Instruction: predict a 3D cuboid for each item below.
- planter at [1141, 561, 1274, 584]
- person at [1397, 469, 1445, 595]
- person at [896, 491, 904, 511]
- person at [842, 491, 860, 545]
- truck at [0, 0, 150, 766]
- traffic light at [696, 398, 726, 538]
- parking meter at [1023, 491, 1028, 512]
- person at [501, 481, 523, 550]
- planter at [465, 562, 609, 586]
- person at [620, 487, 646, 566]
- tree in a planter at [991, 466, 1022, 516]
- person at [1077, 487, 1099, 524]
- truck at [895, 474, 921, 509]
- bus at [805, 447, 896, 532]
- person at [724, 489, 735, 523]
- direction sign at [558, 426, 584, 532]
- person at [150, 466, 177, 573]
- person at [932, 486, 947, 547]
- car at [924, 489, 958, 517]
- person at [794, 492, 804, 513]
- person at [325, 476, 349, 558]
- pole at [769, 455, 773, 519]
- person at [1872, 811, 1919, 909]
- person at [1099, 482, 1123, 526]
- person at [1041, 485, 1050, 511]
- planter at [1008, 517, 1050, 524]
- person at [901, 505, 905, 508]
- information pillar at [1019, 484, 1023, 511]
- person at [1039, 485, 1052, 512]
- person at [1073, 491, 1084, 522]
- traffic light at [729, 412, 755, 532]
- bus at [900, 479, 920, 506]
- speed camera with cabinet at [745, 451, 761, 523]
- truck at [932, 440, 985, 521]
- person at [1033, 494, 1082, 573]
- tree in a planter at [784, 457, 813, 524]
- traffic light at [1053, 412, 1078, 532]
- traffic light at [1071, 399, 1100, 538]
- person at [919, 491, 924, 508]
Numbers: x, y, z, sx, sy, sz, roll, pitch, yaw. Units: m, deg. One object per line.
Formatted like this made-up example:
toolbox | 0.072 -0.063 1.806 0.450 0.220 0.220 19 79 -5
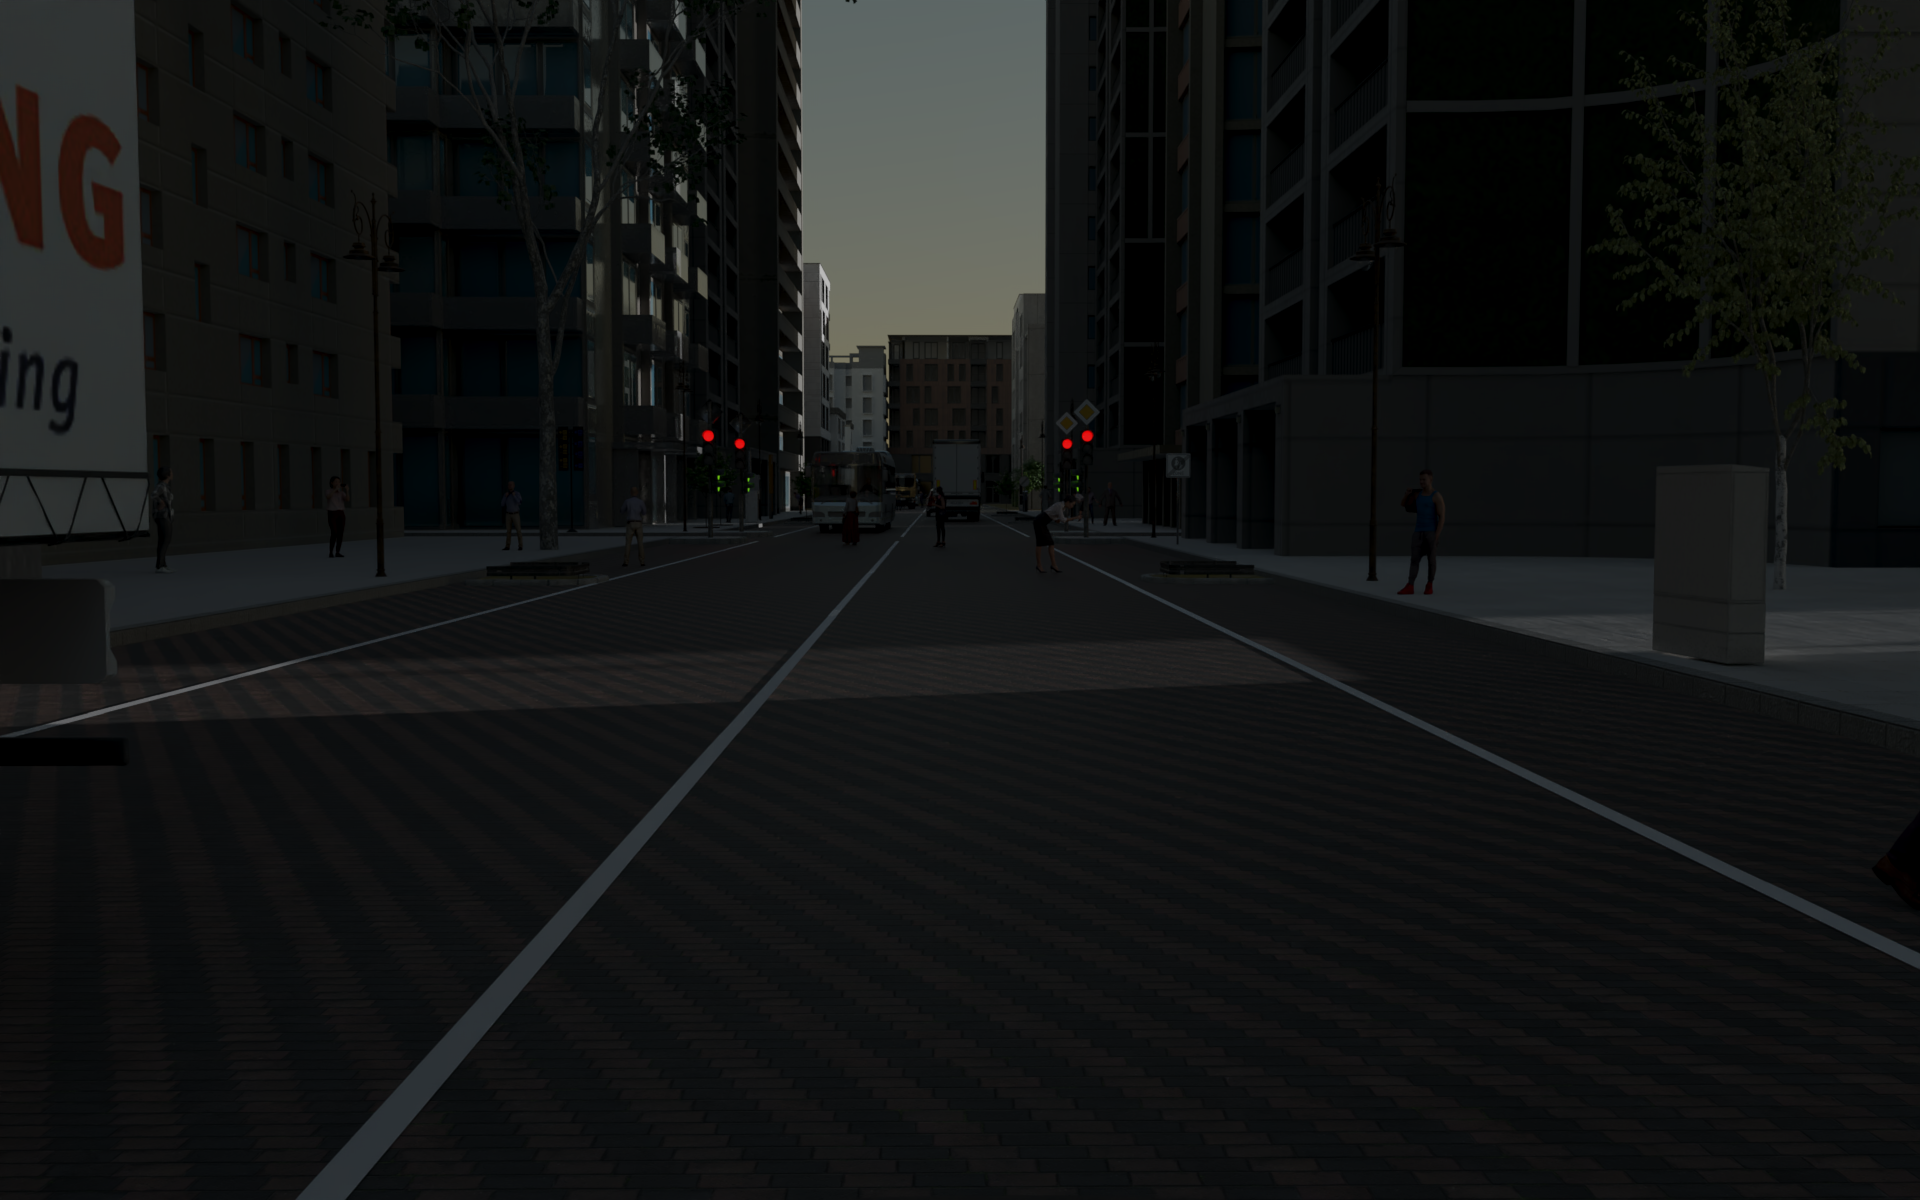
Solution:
planter | 4.013 -0.455 28.573 1.991 0.319 1.994 0 4 -1
person | 5.885 -0.873 22.180 0.647 1.594 0.662 3 5 39
person | -5.290 -8.616 150.089 1.217 1.735 0.721 -1 4 -14
person | -3.054 -2.301 48.589 0.523 1.526 0.387 -2 4 -25
truck | -3.829 -0.694 0.259 2.839 4.237 11.283 0 4 -1
traffic light | -7.332 -3.792 50.919 0.839 4.253 0.868 0 4 -1
parking meter | 4.681 -7.081 124.190 0.372 1.533 0.369 0 3 0
person | -10.189 -1.917 39.444 0.516 1.574 0.319 1 4 17
planter | -6.778 -0.425 28.086 1.991 0.319 1.994 0 4 -1
person | -6.486 -1.457 34.393 0.516 1.574 0.319 -1 4 -11
tree in a planter | 3.016 -7.033 112.211 1.991 3.239 1.994 0 4 -1
person | 5.474 -4.016 73.657 0.963 1.587 0.435 1 4 10
truck | -5.518 -10.367 165.425 3.469 3.379 9.791 0 4 -2
bus | -4.075 -4.487 68.230 2.948 3.499 13.247 0 4 0
person | -10.276 -4.206 77.030 0.499 1.552 0.429 1 4 16
direction sign | -13.028 -4.040 58.057 0.876 3.537 0.379 1 4 10
person | -12.995 -1.312 28.224 0.376 1.734 0.841 -1 4 -19
person | -0.588 -2.245 46.673 0.593 1.643 0.415 3 5 44
car | -1.179 -6.309 111.818 2.281 1.827 5.304 0 4 -1
person | -10.871 -6.568 116.668 0.697 1.427 0.421 0 4 7
person | -12.582 -1.685 35.050 0.517 1.644 0.566 0 4 -6
pole | -9.755 -5.843 89.374 0.158 3.312 0.155 0 3 0
person | 3.595 0.318 5.996 0.574 1.496 0.600 -3 5 -41
person | 6.078 -3.866 69.800 0.990 1.755 0.434 0 4 -2
person | 5.215 -6.101 105.926 0.598 1.807 0.434 3 5 42
planter | 3.343 -3.894 84.812 1.991 0.319 1.994 0 4 -1
person | -5.736 -10.041 173.387 1.217 1.743 0.721 -1 4 -11
information pillar | 4.673 -7.807 132.128 0.304 2.012 0.304 0 4 6
person | 5.117 -5.915 102.897 0.875 1.805 0.789 1 4 14
person | 5.565 -4.350 80.357 0.799 1.438 0.628 0 4 5
traffic light | -7.428 -4.280 58.904 0.839 4.253 0.868 0 4 -1
bus | -6.117 -12.711 202.689 2.948 3.499 13.247 0 4 0
speed camera with cabinet | -9.403 -5.157 78.649 0.660 3.252 2.038 0 4 -3
truck | -0.087 -6.479 94.846 2.839 4.237 11.283 0 4 1
person | 1.743 -1.213 31.528 0.799 1.438 0.628 -2 4 -24
tree in a planter | -7.430 -5.283 83.595 1.991 3.239 1.994 0 4 -1
traffic light | 3.612 -4.289 59.052 0.839 4.253 0.868 0 4 -1
traffic light | 3.708 -3.801 51.067 0.839 4.253 0.868 0 4 -1
person | -4.018 -10.370 178.492 0.568 1.767 0.683 -3 5 -40
